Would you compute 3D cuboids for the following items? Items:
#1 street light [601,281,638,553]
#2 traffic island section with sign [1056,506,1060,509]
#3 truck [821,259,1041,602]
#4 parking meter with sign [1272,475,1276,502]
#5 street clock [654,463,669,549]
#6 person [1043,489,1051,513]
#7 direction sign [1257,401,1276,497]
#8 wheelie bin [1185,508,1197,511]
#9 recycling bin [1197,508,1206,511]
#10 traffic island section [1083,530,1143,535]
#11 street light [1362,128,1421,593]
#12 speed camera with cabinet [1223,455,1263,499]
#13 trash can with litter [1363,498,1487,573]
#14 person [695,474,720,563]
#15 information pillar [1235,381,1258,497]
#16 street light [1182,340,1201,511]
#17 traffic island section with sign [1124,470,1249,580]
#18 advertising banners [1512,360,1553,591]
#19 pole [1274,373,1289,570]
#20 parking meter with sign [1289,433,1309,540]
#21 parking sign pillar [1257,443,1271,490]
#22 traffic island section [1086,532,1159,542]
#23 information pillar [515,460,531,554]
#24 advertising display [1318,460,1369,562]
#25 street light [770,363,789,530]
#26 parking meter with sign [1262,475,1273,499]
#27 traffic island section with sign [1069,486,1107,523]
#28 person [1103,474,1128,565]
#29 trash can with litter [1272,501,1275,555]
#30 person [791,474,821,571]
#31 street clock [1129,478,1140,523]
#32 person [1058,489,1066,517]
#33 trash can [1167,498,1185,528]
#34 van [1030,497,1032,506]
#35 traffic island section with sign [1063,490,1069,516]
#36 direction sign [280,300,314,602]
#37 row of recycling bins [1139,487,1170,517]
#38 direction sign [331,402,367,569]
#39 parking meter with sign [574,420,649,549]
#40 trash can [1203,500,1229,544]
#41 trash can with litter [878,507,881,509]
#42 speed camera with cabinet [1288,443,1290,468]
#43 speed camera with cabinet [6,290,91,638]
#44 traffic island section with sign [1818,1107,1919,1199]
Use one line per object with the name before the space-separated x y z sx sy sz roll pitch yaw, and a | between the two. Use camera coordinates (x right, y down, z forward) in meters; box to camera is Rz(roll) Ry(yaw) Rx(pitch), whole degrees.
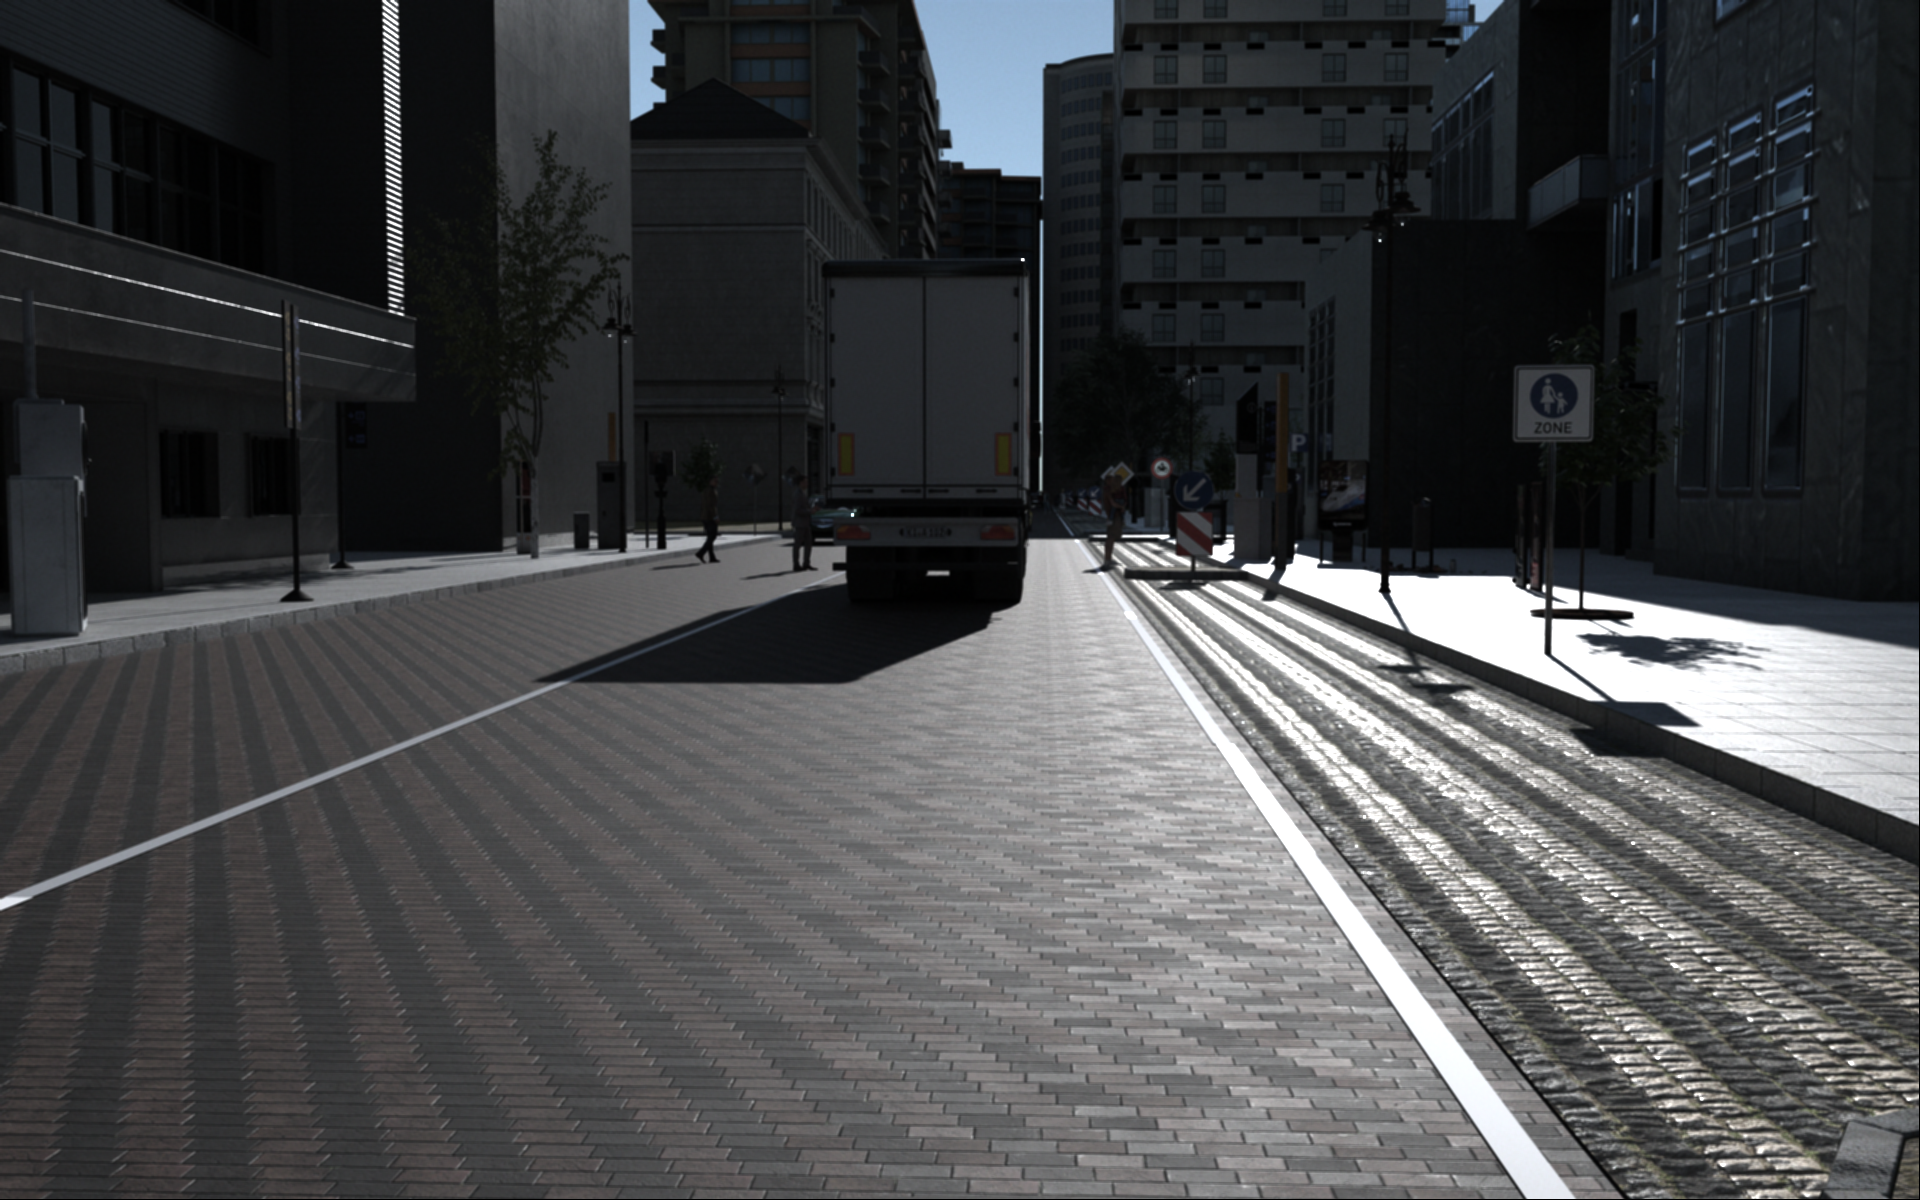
street light | -7.398 -3.975 37.785 0.468 5.910 1.993 0 4 3
traffic island section with sign | 10.189 -9.407 162.435 1.989 1.847 2.006 0 4 3
truck | -0.178 -2.287 26.314 2.839 4.237 11.283 0 4 3
parking meter with sign | 12.462 -4.147 64.060 1.738 3.016 0.543 -3 4 -36
street clock | -6.948 -2.184 40.283 0.358 2.002 0.471 -1 4 -18
person | 6.435 -7.381 129.530 0.623 1.781 0.721 2 4 35
direction sign | 7.324 -3.078 42.324 0.876 3.537 0.379 1 4 10
wheelie bin | 17.874 -7.752 134.659 0.693 1.594 0.980 -2 4 -29
recycling bin | 10.850 -4.072 79.137 0.722 1.027 0.722 0 4 6
traffic island section | 5.305 -2.340 60.546 2.009 0.180 2.903 0 4 3
street light | 5.537 -3.034 22.400 0.468 5.910 1.993 0 4 3
speed camera with cabinet | 12.890 -5.113 77.929 2.038 3.252 0.660 2 4 35
trash can with litter | 7.578 -1.088 28.843 1.678 1.210 2.233 -1 4 -19
person | -5.199 -1.688 36.011 0.656 1.842 0.836 2 4 31
information pillar | 5.944 -2.723 35.872 0.504 3.616 0.183 -2 4 -25
street light | 6.933 -4.845 51.995 0.468 5.910 1.993 0 4 3
traffic island section with sign | 3.826 -1.282 29.589 1.989 1.847 2.006 0 4 3
advertising banners | 7.676 -1.640 23.001 0.090 3.025 2.074 0 4 3
pole | 5.433 -2.167 29.267 0.158 3.312 0.155 0 3 0
parking meter with sign | 9.468 -3.216 48.846 0.543 3.016 1.738 1 4 16
parking sign pillar | 15.778 -6.268 90.950 1.447 3.967 1.447 -1 4 -22
traffic island section | 4.923 -1.853 52.570 2.009 0.180 2.903 0 4 3
information pillar | -9.313 -1.994 37.092 0.304 2.012 0.304 -2 4 -35
advertising display | 7.277 -1.693 32.896 0.974 1.923 0.123 2 4 34
street light | -6.357 -5.408 61.217 0.468 5.910 1.993 0 4 3
parking meter with sign | 12.552 -4.492 69.701 1.738 3.016 0.543 1 4 20
traffic island section with sign | 6.502 -4.678 85.115 1.989 1.847 2.006 0 4 3
person | 3.079 -1.605 34.722 0.580 1.828 0.573 3 4 38
trash can with litter | 6.671 -1.550 36.723 0.624 1.170 1.055 -1 4 -14
person | -2.876 -1.448 32.373 0.583 1.804 0.606 0 3 0
street clock | 7.627 -4.353 75.745 0.471 2.002 0.358 2 4 34
person | 6.444 -6.165 109.651 0.624 1.780 0.694 0 4 -6
trash can | 7.798 -3.099 62.320 0.748 1.137 0.748 0 3 0
van | 4.936 -8.283 142.441 2.013 2.044 4.112 0 4 4
traffic island section with sign | 7.777 -6.325 112.041 1.989 1.847 2.006 0 4 3
direction sign | -7.962 -1.755 20.698 0.379 3.537 0.876 -1 4 -10
row of recycling bins | 11.578 -5.497 96.983 3.534 1.692 1.069 -1 4 -20
direction sign | -10.621 -2.305 29.691 0.876 3.537 0.379 -1 4 -22
parking meter with sign | -8.227 -2.726 40.837 1.738 3.016 0.543 -1 4 -11
trash can | 6.613 -2.038 44.973 0.748 1.137 0.748 0 3 0
trash can with litter | -4.581 -5.291 97.893 0.624 1.170 1.055 0 4 5
speed camera with cabinet | 13.246 -4.417 66.557 0.660 3.252 2.038 -2 4 -34
speed camera with cabinet | -8.581 -1.345 16.325 0.660 3.252 2.038 -2 4 -24
traffic island section with sign | 2.537 0.365 2.665 1.989 1.847 2.006 0 4 3
